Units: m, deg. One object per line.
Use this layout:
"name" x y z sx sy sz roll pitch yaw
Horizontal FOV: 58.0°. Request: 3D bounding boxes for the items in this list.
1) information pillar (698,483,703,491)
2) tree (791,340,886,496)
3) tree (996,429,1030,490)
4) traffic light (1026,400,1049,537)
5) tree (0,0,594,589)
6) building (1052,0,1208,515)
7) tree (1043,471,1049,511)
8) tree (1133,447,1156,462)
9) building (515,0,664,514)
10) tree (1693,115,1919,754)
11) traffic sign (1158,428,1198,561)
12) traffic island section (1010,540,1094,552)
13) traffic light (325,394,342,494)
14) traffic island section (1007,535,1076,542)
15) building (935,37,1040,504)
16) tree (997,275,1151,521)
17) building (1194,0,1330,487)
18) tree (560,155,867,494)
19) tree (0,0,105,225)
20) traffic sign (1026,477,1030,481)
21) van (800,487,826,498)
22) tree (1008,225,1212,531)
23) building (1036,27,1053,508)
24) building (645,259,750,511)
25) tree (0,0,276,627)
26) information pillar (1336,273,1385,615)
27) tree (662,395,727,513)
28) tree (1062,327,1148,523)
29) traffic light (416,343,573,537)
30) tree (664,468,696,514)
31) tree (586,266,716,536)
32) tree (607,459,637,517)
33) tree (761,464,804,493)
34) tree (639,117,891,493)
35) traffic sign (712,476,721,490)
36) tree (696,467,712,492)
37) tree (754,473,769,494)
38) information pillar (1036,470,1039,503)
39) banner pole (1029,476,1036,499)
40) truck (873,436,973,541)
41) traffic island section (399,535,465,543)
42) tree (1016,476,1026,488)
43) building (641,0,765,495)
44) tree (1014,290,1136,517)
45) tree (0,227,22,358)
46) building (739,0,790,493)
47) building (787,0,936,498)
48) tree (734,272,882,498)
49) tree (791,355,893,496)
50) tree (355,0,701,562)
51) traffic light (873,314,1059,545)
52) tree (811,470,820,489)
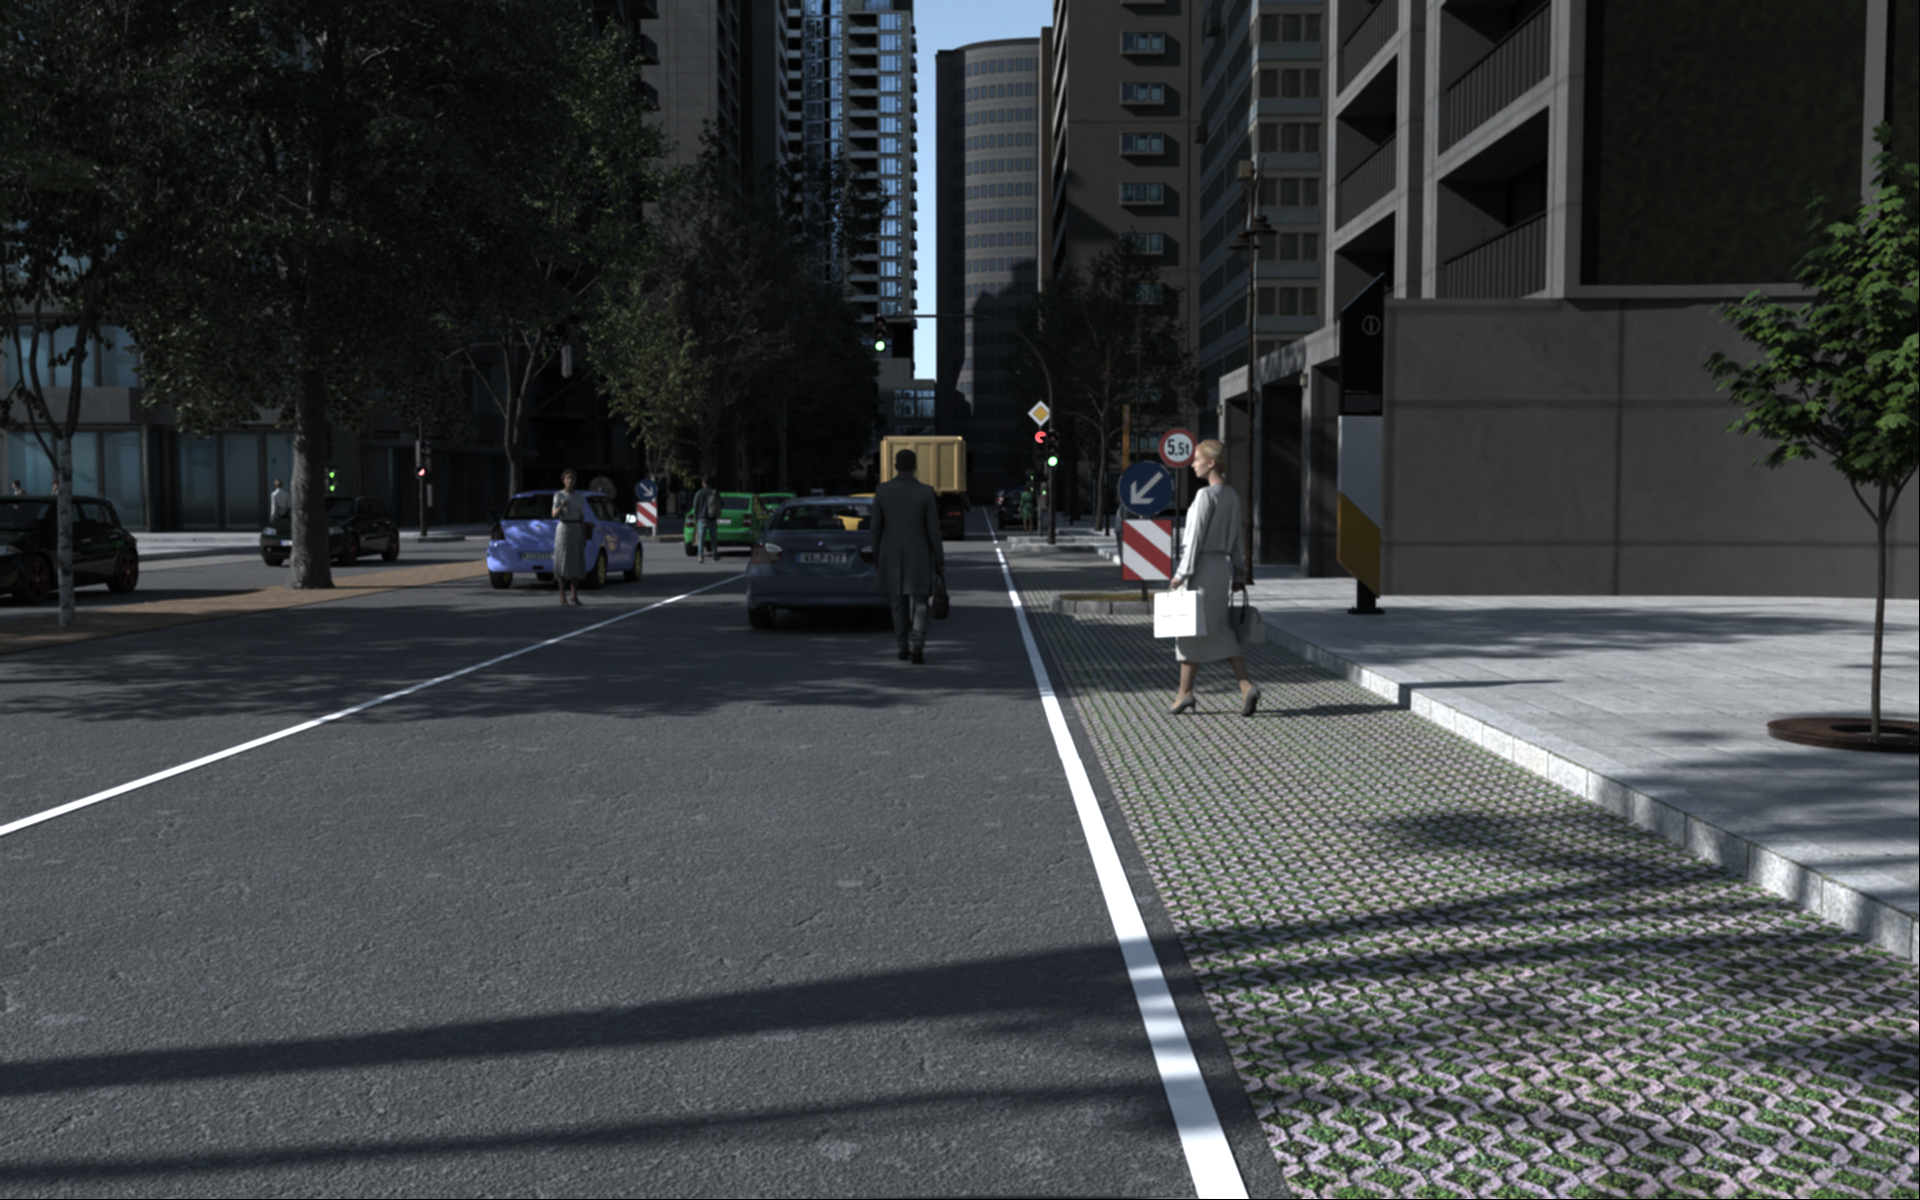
"information pillar" -17.574 -6.921 117.650 0.304 2.012 0.304 -2 4 -29
"tree" -8.880 -11.973 116.342 7.486 12.596 7.792 0 3 0
"tree" 6.102 -14.788 192.141 4.737 8.622 4.395 0 3 0
"traffic light" 2.395 -3.856 51.964 0.839 4.253 0.868 0 4 1
"tree" -9.859 -7.141 25.868 9.857 13.997 8.962 0 3 0
"building" 17.260 -30.080 115.514 21.300 48.544 21.600 0 4 1
"tree" 6.164 -8.279 129.963 1.663 3.219 1.824 0 3 0
"tree" 7.732 -4.690 71.276 1.663 3.219 1.824 0 3 0
"building" -31.069 -27.748 108.305 22.147 44.769 28.867 0 4 1
"tree" 4.682 -0.884 9.048 1.663 3.219 1.824 0 3 0
"traffic sign" 4.191 -2.030 33.288 0.768 2.556 0.104 0 4 6
"traffic island section" 2.347 -1.334 44.093 2.009 0.180 2.903 0 4 1
"traffic light" -16.253 -3.379 44.166 0.839 4.253 0.868 0 4 1
"traffic island section" 2.435 -1.822 52.077 2.009 0.180 2.903 0 4 1
"building" 11.047 -41.613 222.365 28.212 58.520 21.231 0 4 1
"tree" 5.432 -9.653 83.579 9.928 11.665 9.643 0 3 0
"building" 22.626 -23.138 70.194 23.993 40.220 32.217 0 4 1
"tree" -9.148 -9.156 62.527 12.009 13.543 11.850 0 3 0
"tree" -10.021 -5.623 12.525 7.486 12.596 7.792 0 3 0
"traffic sign" 5.143 -7.660 125.345 0.768 2.556 0.104 0 4 4
"van" -11.048 -7.616 131.534 2.013 2.044 4.112 0 4 2
"tree" 5.150 -7.664 59.716 7.601 10.594 8.767 0 4 3
"building" 14.342 -31.447 164.267 14.600 45.320 14.200 0 4 1
"building" -32.949 -18.168 142.092 27.650 21.520 28.899 0 4 1
"tree" -9.636 -4.026 18.653 4.360 8.622 3.978 0 3 0
"information pillar" 4.267 -1.655 18.409 0.504 3.616 0.183 -1 4 -13
"tree" -17.530 -9.983 113.589 4.360 8.622 3.978 0 3 0
"tree" 6.202 -7.728 76.723 4.737 8.622 4.395 0 3 0
"traffic light" -14.073 -4.740 52.163 4.771 5.953 1.251 0 4 1
"tree" -18.202 -7.073 110.250 1.663 3.219 1.824 0 3 0
"tree" -9.585 -6.202 54.223 4.737 8.622 4.395 0 3 0
"tree" -18.741 -6.232 96.500 1.663 3.219 1.824 0 3 0
"tree" -17.056 -10.953 162.795 4.285 4.588 4.351 0 3 0
"tree" -10.140 -14.032 87.771 12.611 20.169 13.585 0 3 0
"traffic sign" -17.428 -7.551 123.564 0.768 2.556 0.104 1 4 10
"tree" -17.937 -7.596 118.799 1.663 3.219 1.824 0 3 0
"tree" -18.021 -10.085 159.495 1.663 3.219 1.824 0 3 0
"information pillar" 5.344 -7.732 117.770 0.183 3.616 0.504 -2 4 -35
"banner pole" 5.107 -7.972 120.362 0.401 3.779 0.863 -3 5 -42
"truck" -1.206 -3.708 56.558 3.469 3.379 9.791 0 4 -1
"traffic island section" -16.205 -1.835 52.286 2.009 0.180 2.903 0 4 1
"tree" 6.879 -11.466 182.063 1.663 3.219 1.824 0 3 0
"building" -29.614 -44.475 165.412 20.563 71.187 20.611 0 4 1
"tree" 6.292 -10.923 96.712 7.486 12.596 7.792 0 3 0
"tree" -23.719 -5.465 39.716 4.737 8.622 4.395 0 3 0
"building" -33.265 -39.641 190.123 28.212 58.520 21.231 0 4 1
"building" -18.555 -55.620 222.055 31.000 86.520 22.319 0 4 1
"tree" -8.844 -11.630 99.259 9.857 13.997 8.962 0 3 0
"tree" -8.261 -10.514 108.766 8.767 10.594 7.601 0 4 1
"tree" -9.276 -6.597 36.079 9.928 11.665 9.643 0 3 0
"traffic light" 0.215 -4.232 43.861 4.771 5.953 1.251 0 4 1
"tree" -16.704 -12.382 186.152 4.285 4.588 4.351 0 3 0
